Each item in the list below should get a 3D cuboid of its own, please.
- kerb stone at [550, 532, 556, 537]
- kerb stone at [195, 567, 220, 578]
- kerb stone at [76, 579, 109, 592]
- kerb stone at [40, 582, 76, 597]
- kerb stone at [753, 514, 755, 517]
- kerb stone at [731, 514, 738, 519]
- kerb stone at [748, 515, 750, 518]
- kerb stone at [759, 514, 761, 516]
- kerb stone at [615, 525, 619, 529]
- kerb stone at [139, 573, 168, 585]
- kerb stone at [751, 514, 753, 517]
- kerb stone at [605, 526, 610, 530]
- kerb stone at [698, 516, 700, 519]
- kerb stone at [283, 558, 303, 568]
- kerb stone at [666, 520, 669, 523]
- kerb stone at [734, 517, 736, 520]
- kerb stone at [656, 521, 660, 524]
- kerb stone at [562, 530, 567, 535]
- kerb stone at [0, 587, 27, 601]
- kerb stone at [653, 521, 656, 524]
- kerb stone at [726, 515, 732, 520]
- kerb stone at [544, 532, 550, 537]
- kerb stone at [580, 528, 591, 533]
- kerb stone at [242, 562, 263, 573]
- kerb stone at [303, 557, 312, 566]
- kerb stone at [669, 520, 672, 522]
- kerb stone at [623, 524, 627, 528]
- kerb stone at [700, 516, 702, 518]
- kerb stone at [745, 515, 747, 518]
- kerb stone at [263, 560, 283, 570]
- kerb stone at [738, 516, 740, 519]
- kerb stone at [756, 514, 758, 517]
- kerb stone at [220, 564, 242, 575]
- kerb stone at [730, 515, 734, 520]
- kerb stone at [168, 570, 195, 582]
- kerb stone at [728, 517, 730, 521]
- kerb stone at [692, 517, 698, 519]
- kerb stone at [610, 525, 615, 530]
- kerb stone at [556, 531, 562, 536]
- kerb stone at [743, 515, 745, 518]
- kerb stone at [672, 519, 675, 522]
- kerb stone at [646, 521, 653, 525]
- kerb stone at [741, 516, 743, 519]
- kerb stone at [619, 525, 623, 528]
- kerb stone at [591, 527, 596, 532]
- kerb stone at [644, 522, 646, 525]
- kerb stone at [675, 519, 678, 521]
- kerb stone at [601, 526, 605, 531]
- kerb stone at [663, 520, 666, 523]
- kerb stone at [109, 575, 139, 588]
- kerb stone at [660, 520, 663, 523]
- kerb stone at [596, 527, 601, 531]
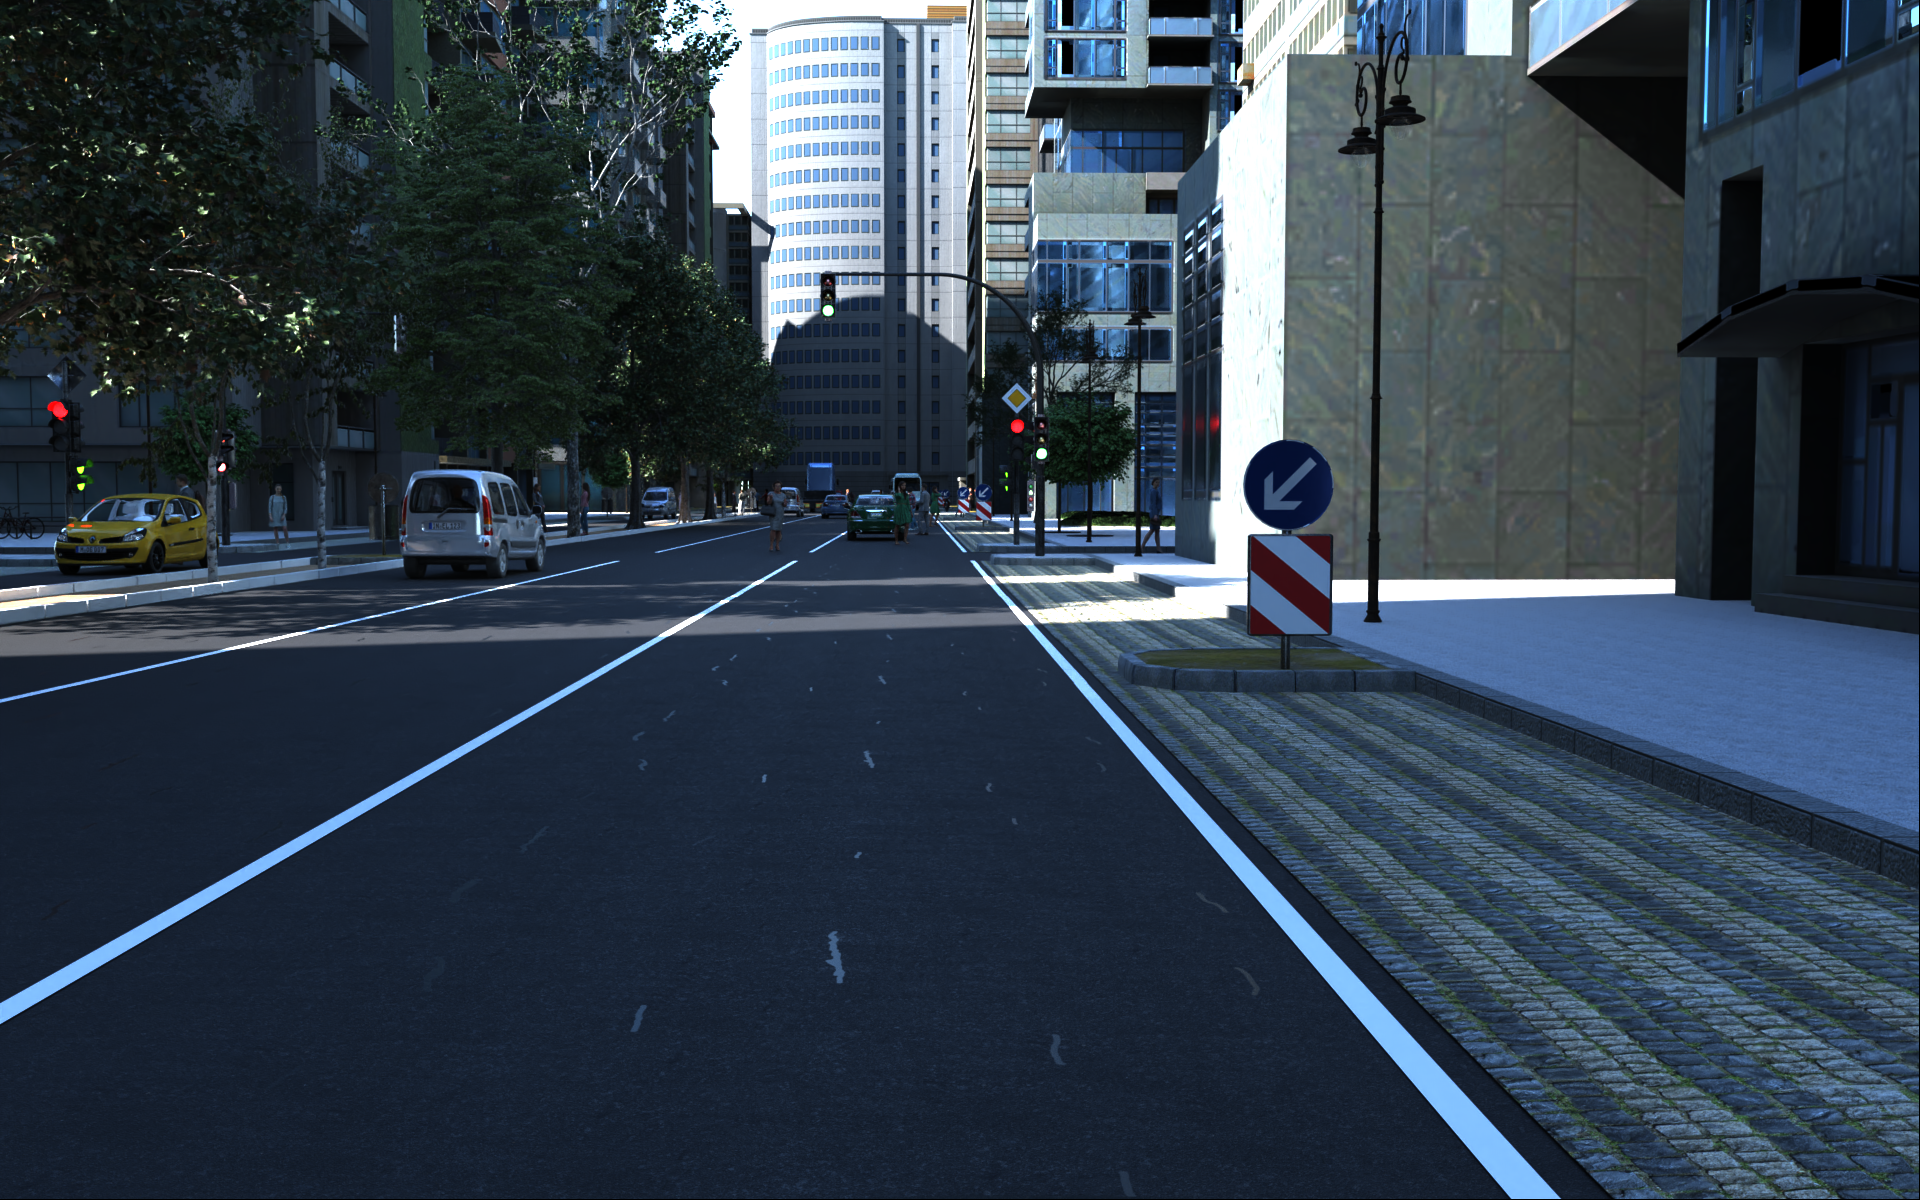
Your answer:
[{"bbox_3d":[-13.733,-2.175,57.846,0.120,0.150,1.000,0,4,-2],"label":"kerb stone"},{"bbox_3d":[-12.971,-0.452,29.623,0.120,0.150,1.000,0,4,-2],"label":"kerb stone"},{"bbox_3d":[-12.860,-0.201,25.506,0.120,0.150,1.000,0,4,-2],"label":"kerb stone"},{"bbox_3d":[-12.836,-0.139,24.479,0.120,0.150,1.000,0,4,-2],"label":"kerb stone"},{"bbox_3d":[-12.954,-5.192,107.084,0.120,0.150,1.000,0,4,-2],"label":"kerb stone"},{"bbox_3d":[-12.684,-4.566,96.841,0.120,0.150,1.000,0,4,-2],"label":"kerb stone"},{"bbox_3d":[-12.878,-5.004,104.011,0.120,0.150,1.000,0,4,-2],"label":"kerb stone"},{"bbox_3d":[-13.065,-5.442,111.177,0.120,0.150,1.000,0,4,-2],"label":"kerb stone"},{"bbox_3d":[-14.067,-2.932,70.142,0.120,0.150,1.000,0,4,-2],"label":"kerb stone"},{"bbox_3d":[-12.920,-0.329,27.573,0.120,0.150,1.000,0,4,-2],"label":"kerb stone"},{"bbox_3d":[-12.926,-5.129,106.062,0.120,0.150,1.000,0,4,-2],"label":"kerb stone"},{"bbox_3d":[-14.009,-2.807,68.087,0.120,0.150,1.000,0,4,-2],"label":"kerb stone"},{"bbox_3d":[-14.784,-4.560,96.780,0.120,0.150,1.000,0,4,-2],"label":"kerb stone"},{"bbox_3d":[-13.082,-0.706,33.735,0.120,0.150,1.000,0,4,-2],"label":"kerb stone"},{"bbox_3d":[-14.447,-3.810,84.481,0.120,0.150,1.000,0,4,-2],"label":"kerb stone"},{"bbox_3d":[-12.659,-4.503,95.815,0.120,0.150,1.000,0,4,-2],"label":"kerb stone"},{"bbox_3d":[-14.365,-3.621,81.401,0.120,0.150,1.000,0,4,-2],"label":"kerb stone"},{"bbox_3d":[-13.796,-2.306,59.901,0.120,0.150,1.000,0,4,-2],"label":"kerb stone"},{"bbox_3d":[-12.805,-0.072,23.451,0.120,0.150,1.000,0,4,-2],"label":"kerb stone"},{"bbox_3d":[-14.342,-3.559,80.379,0.120,0.150,1.000,0,4,-2],"label":"kerb stone"},{"bbox_3d":[-12.593,-4.374,93.769,0.120,0.150,1.000,0,4,-2],"label":"kerb stone"},{"bbox_3d":[-13.708,-2.117,56.816,0.120,0.150,1.000,0,4,-2],"label":"kerb stone"},{"bbox_3d":[-13.900,-2.555,63.995,0.120,0.150,1.000,0,4,-2],"label":"kerb stone"},{"bbox_3d":[-13.037,-0.580,31.676,0.120,0.150,1.000,0,4,-2],"label":"kerb stone"},{"bbox_3d":[-13.119,-0.768,34.756,0.120,0.150,1.000,0,4,-2],"label":"kerb stone"},{"bbox_3d":[-14.478,-3.872,85.507,0.120,0.150,1.000,0,4,-2],"label":"kerb stone"},{"bbox_3d":[-14.125,-3.058,72.186,0.120,0.150,1.000,0,4,-2],"label":"kerb stone"},{"bbox_3d":[-14.815,-4.623,97.802,0.120,0.150,1.000,0,4,-2],"label":"kerb stone"},{"bbox_3d":[-12.822,-4.879,101.960,0.120,0.150,1.000,0,4,-2],"label":"kerb stone"},{"bbox_3d":[-13.067,-0.642,32.700,0.120,0.150,1.000,0,4,-2],"label":"kerb stone"},{"bbox_3d":[-12.708,-4.628,97.868,0.120,0.150,1.000,0,4,-2],"label":"kerb stone"},{"bbox_3d":[-13.015,-5.317,109.128,0.120,0.150,1.000,0,4,-2],"label":"kerb stone"},{"bbox_3d":[-13.003,-0.517,30.655,0.120,0.150,1.000,0,4,-2],"label":"kerb stone"},{"bbox_3d":[-12.632,-4.440,94.791,0.120,0.150,1.000,0,4,-2],"label":"kerb stone"},{"bbox_3d":[-12.948,-0.384,28.601,0.120,0.150,1.000,0,4,-2],"label":"kerb stone"},{"bbox_3d":[-12.576,-4.309,92.747,0.120,0.150,1.000,0,4,-2],"label":"kerb stone"},{"bbox_3d":[-14.754,-4.497,95.758,0.120,0.150,1.000,0,4,-2],"label":"kerb stone"},{"bbox_3d":[-14.034,-2.864,69.118,0.120,0.150,1.000,0,4,-2],"label":"kerb stone"},{"bbox_3d":[-13.761,-2.243,58.870,0.120,0.150,1.000,0,4,-2],"label":"kerb stone"},{"bbox_3d":[-12.793,-4.816,100.938,0.120,0.150,1.000,0,4,-2],"label":"kerb stone"},{"bbox_3d":[-14.510,-3.935,86.537,0.120,0.150,1.000,0,4,-2],"label":"kerb stone"},{"bbox_3d":[-14.315,-3.496,79.356,0.120,0.150,1.000,0,4,-2],"label":"kerb stone"},{"bbox_3d":[-12.764,-4.748,99.917,0.120,0.150,1.000,0,4,-2],"label":"kerb stone"},{"bbox_3d":[-14.093,-2.995,71.164,0.120,0.150,1.000,0,4,-2],"label":"kerb stone"},{"bbox_3d":[-13.925,-2.619,65.017,0.120,0.150,1.000,0,4,-2],"label":"kerb stone"},{"bbox_3d":[-14.258,-3.371,77.309,0.120,0.150,1.000,0,4,-2],"label":"kerb stone"},{"bbox_3d":[-14.530,-3.993,87.560,0.120,0.150,1.000,0,4,-2],"label":"kerb stone"},{"bbox_3d":[-13.986,-2.743,67.062,0.120,0.150,1.000,0,4,-2],"label":"kerb stone"},{"bbox_3d":[-14.426,-3.743,83.458,0.120,0.150,1.000,0,4,-2],"label":"kerb stone"},{"bbox_3d":[-12.901,-0.255,26.538,0.120,0.150,1.000,0,4,-2],"label":"kerb stone"},{"bbox_3d":[-14.396,-3.683,82.432,0.120,0.150,1.000,0,4,-2],"label":"kerb stone"},{"bbox_3d":[-13.953,-2.682,66.041,0.120,0.150,1.000,0,4,-2],"label":"kerb stone"}]
